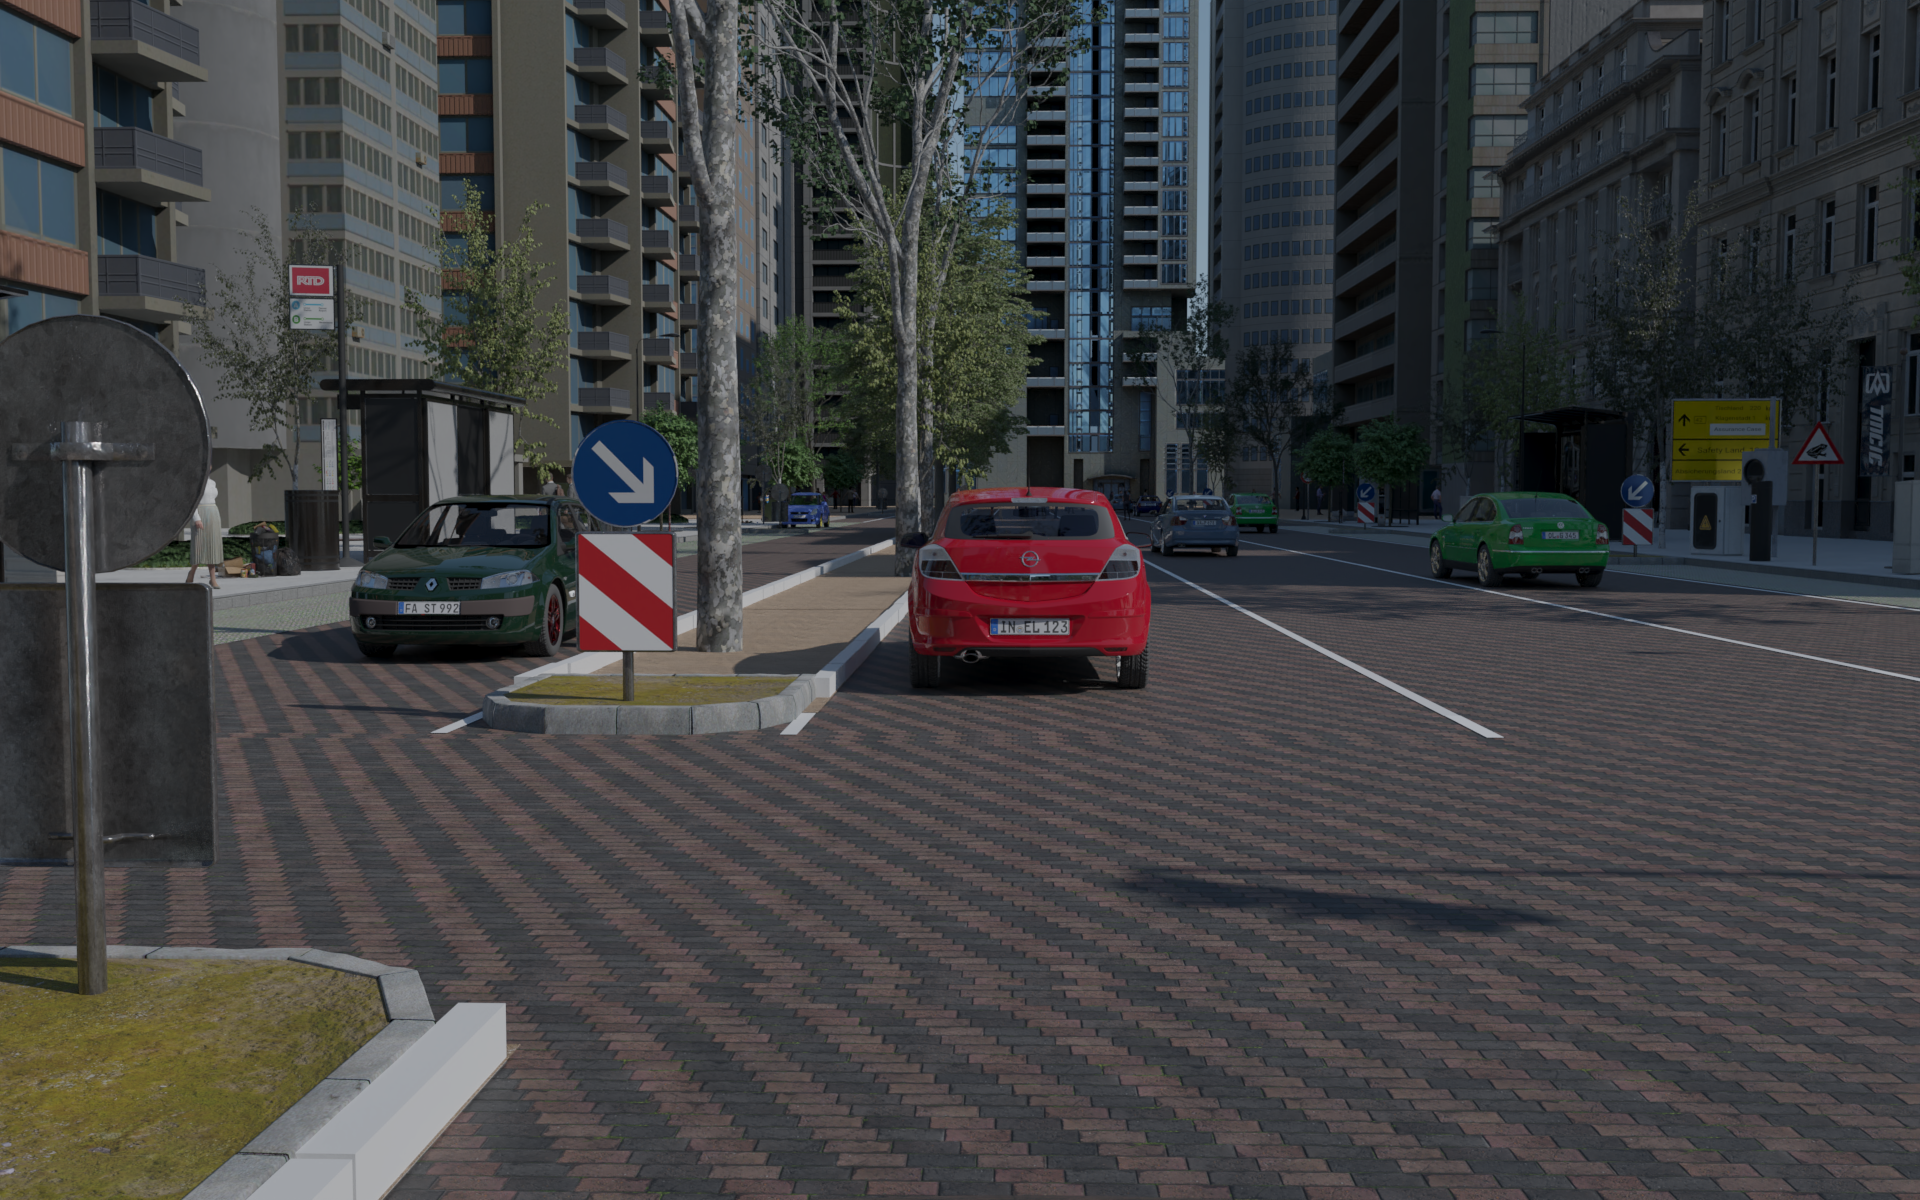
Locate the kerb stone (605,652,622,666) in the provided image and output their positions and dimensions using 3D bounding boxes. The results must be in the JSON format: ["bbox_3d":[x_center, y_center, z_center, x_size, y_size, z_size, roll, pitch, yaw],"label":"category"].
[{"bbox_3d":[-2.987,0.466,14.736,0.120,0.150,1.000,0,4,2],"label":"kerb stone"}]

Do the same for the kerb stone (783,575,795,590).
[{"bbox_3d":[-2.636,-0.233,26.021,0.120,0.150,1.000,0,4,2],"label":"kerb stone"}]

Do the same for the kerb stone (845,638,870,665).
[{"bbox_3d":[-0.887,0.463,14.667,0.120,0.150,1.000,0,4,2],"label":"kerb stone"}]

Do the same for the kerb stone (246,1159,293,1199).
[{"bbox_3d":[-1.247,1.183,2.846,0.120,0.150,1.000,0,4,2],"label":"kerb stone"}]

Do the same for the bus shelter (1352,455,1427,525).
[{"bbox_3d":[18.262,-4.893,73.926,2.014,3.302,5.546,0,4,2],"label":"bus shelter"}]

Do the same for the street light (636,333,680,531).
[{"bbox_3d":[-8.783,-4.745,50.121,1.470,5.913,1.316,0,4,2],"label":"street light"}]

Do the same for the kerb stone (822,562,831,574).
[{"bbox_3d":[-2.482,-0.543,31.142,0.120,0.150,1.000,0,4,2],"label":"kerb stone"}]

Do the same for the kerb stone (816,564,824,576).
[{"bbox_3d":[-2.530,-0.482,30.121,0.120,0.150,1.000,0,4,2],"label":"kerb stone"}]

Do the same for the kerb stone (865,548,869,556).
[{"bbox_3d":[-2.235,-1.048,39.337,0.120,0.150,1.000,0,4,2],"label":"kerb stone"}]

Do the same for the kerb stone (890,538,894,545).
[{"bbox_3d":[-1.980,-1.550,47.541,0.120,0.150,1.000,0,4,2],"label":"kerb stone"}]

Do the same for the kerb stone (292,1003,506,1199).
[{"bbox_3d":[-1.222,1.123,3.877,0.120,0.150,1.000,0,4,2],"label":"kerb stone"}]

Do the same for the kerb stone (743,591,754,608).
[{"bbox_3d":[-2.768,0.018,21.909,0.120,0.150,1.000,0,4,2],"label":"kerb stone"}]

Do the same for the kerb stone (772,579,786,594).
[{"bbox_3d":[-2.671,-0.171,24.998,0.120,0.150,1.000,0,4,2],"label":"kerb stone"}]

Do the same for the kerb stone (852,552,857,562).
[{"bbox_3d":[-2.325,-0.860,36.252,0.120,0.150,1.000,0,4,2],"label":"kerb stone"}]

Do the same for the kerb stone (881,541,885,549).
[{"bbox_3d":[-2.076,-1.362,44.471,0.120,0.150,1.000,0,4,2],"label":"kerb stone"}]

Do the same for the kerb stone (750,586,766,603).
[{"bbox_3d":[-2.741,-0.046,22.940,0.120,0.150,1.000,0,4,2],"label":"kerb stone"}]

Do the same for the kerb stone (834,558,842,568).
[{"bbox_3d":[-2.429,-0.672,33.186,0.120,0.150,1.000,0,4,2],"label":"kerb stone"}]

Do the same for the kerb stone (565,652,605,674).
[{"bbox_3d":[-3.009,0.526,13.699,0.120,0.150,1.000,0,4,2],"label":"kerb stone"}]

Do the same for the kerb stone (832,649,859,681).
[{"bbox_3d":[-0.921,0.523,13.643,0.120,0.150,1.000,0,4,2],"label":"kerb stone"}]

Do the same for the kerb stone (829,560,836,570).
[{"bbox_3d":[-2.457,-0.607,32.164,0.120,0.150,1.000,0,4,2],"label":"kerb stone"}]

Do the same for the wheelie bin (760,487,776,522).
[{"bbox_3d":[-8.789,-4.373,79.405,0.693,1.594,0.980,-1,4,-17],"label":"wheelie bin"}]

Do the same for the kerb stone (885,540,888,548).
[{"bbox_3d":[-2.041,-1.421,45.493,0.120,0.150,1.000,0,4,2],"label":"kerb stone"}]

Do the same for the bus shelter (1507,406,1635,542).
[{"bbox_3d":[17.294,-3.550,49.332,1.731,3.624,6.357,0,4,2],"label":"bus shelter"}]

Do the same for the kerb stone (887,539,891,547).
[{"bbox_3d":[-2.014,-1.482,46.519,0.120,0.150,1.000,0,4,2],"label":"kerb stone"}]

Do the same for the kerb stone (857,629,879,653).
[{"bbox_3d":[-0.858,0.398,15.689,0.120,0.150,1.000,0,4,2],"label":"kerb stone"}]

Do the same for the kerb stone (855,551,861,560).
[{"bbox_3d":[-2.295,-0.918,37.277,0.120,0.150,1.000,0,4,2],"label":"kerb stone"}]

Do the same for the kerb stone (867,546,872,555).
[{"bbox_3d":[-2.203,-1.111,40.366,0.120,0.150,1.000,0,4,2],"label":"kerb stone"}]

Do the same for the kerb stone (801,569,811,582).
[{"bbox_3d":[-2.579,-0.360,28.076,0.120,0.150,1.000,0,4,2],"label":"kerb stone"}]

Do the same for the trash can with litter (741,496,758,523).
[{"bbox_3d":[-9.657,-3.987,76.253,1.678,1.210,2.233,-2,4,-23],"label":"trash can with litter"}]

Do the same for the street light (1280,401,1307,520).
[{"bbox_3d":[16.582,-6.946,86.101,1.470,5.913,1.316,0,4,2],"label":"street light"}]

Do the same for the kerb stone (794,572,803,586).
[{"bbox_3d":[-2.616,-0.296,27.050,0.120,0.150,1.000,0,4,2],"label":"kerb stone"}]

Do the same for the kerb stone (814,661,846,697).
[{"bbox_3d":[-0.957,0.588,12.617,0.120,0.150,1.000,0,4,2],"label":"kerb stone"}]

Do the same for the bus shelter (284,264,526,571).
[{"bbox_3d":[-10.545,-3.384,32.959,2.179,5.291,8.768,0,4,2],"label":"bus shelter"}]

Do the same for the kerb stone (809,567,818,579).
[{"bbox_3d":[-2.549,-0.420,29.098,0.120,0.150,1.000,0,4,2],"label":"kerb stone"}]

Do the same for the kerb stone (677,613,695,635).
[{"bbox_3d":[-2.897,0.269,17.801,0.120,0.150,1.000,0,4,2],"label":"kerb stone"}]

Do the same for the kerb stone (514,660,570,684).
[{"bbox_3d":[-3.060,0.584,12.678,0.120,0.150,1.000,0,4,2],"label":"kerb stone"}]

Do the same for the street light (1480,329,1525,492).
[{"bbox_3d":[15.343,-4.672,48.936,1.470,5.913,1.316,0,4,2],"label":"street light"}]

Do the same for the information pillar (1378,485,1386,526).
[{"bbox_3d":[17.137,-4.027,70.333,0.304,2.012,0.304,1,4,18],"label":"information pillar"}]

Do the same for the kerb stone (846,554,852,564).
[{"bbox_3d":[-2.361,-0.796,35.230,0.120,0.150,1.000,0,4,2],"label":"kerb stone"}]

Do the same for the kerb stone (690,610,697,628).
[{"bbox_3d":[-2.862,0.206,18.828,0.120,0.150,1.000,0,4,2],"label":"kerb stone"}]

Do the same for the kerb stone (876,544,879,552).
[{"bbox_3d":[-2.135,-1.237,42.415,0.120,0.150,1.000,0,4,2],"label":"kerb stone"}]

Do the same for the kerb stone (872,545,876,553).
[{"bbox_3d":[-2.178,-1.174,41.390,0.120,0.150,1.000,0,4,2],"label":"kerb stone"}]

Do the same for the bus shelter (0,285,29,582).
[{"bbox_3d":[-11.722,-1.579,17.094,1.731,3.624,6.357,0,4,2],"label":"bus shelter"}]

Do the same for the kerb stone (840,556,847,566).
[{"bbox_3d":[-2.394,-0.735,34.208,0.120,0.150,1.000,0,4,2],"label":"kerb stone"}]

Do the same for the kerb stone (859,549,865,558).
[{"bbox_3d":[-2.264,-0.982,38.313,0.120,0.150,1.000,0,4,2],"label":"kerb stone"}]

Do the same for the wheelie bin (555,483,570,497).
[{"bbox_3d":[-11.248,-2.521,49.133,0.980,1.594,0.693,0,4,7],"label":"wheelie bin"}]

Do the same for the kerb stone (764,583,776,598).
[{"bbox_3d":[-2.707,-0.105,23.974,0.120,0.150,1.000,0,4,2],"label":"kerb stone"}]

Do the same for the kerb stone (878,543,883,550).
[{"bbox_3d":[-2.105,-1.297,43.445,0.120,0.150,1.000,0,4,2],"label":"kerb stone"}]
